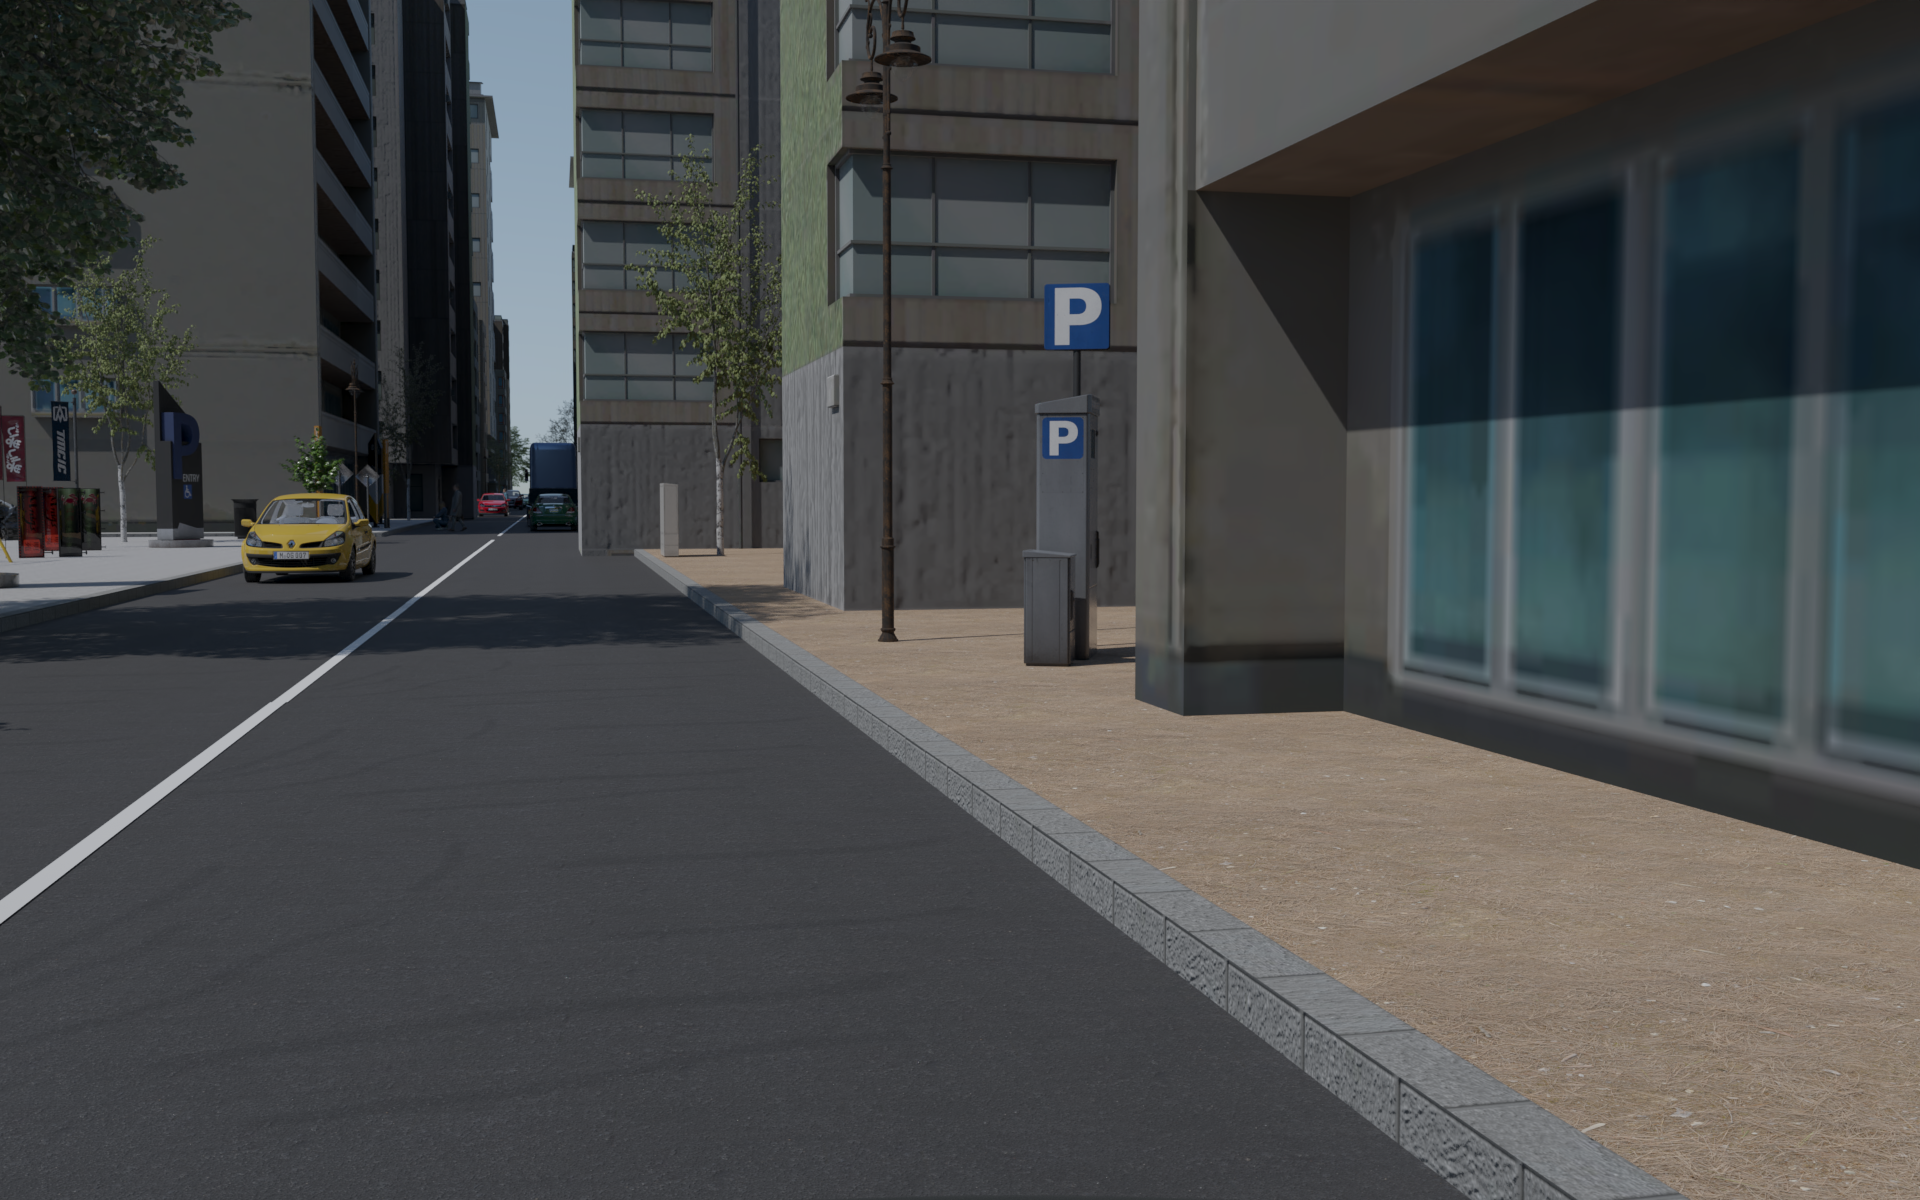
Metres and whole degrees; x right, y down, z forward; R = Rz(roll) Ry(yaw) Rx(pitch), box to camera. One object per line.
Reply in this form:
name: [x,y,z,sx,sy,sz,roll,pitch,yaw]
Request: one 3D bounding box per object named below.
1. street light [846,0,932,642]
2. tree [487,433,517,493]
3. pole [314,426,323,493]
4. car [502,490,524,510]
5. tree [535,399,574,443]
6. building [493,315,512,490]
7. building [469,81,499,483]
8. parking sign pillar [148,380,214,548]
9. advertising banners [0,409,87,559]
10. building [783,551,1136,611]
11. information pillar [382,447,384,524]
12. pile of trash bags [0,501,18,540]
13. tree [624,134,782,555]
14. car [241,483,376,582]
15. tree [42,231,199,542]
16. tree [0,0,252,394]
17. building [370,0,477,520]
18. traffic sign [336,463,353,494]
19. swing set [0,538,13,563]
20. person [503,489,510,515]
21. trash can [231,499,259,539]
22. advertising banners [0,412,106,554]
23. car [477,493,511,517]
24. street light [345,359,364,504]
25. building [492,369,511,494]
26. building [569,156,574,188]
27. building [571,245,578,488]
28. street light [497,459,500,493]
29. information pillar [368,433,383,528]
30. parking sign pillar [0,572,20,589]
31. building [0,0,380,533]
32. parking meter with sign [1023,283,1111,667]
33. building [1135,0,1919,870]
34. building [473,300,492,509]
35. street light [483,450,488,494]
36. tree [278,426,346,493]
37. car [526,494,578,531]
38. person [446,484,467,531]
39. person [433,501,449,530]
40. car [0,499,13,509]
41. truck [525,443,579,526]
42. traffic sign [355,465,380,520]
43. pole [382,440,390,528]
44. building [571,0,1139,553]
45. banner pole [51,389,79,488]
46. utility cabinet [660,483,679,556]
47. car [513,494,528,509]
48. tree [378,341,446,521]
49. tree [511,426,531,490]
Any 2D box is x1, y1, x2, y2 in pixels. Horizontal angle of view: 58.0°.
street light: [-0.626,-2.575,14.895,0.468,5.910,1.993,-1,4,-13]
tree: [-55.290,-15.740,207.717,4.360,8.622,3.978,0,3,0]
pole: [-19.194,-3.549,51.866,0.158,3.312,0.155,0,3,0]
car: [-40.442,-9.013,156.032,2.281,1.827,5.304,-1,4,-13]
tree: [-48.175,-18.778,217.393,12.009,13.543,11.850,0,3,0]
building: [-78.452,-30.699,273.635,14.160,30.474,14.107,-1,4,-13]
building: [-74.176,-38.763,223.007,28.713,52.752,27.495,-1,4,-13]
parking sign pillar: [-18.801,-3.255,41.696,1.447,3.967,1.447,0,4,8]
advertising banners: [-18.617,-2.356,34.705,0.090,3.025,2.074,3,5,40]
building: [4.002,-20.941,25.982,14.154,41.232,14.086,-1,4,-13]
information pillar: [-24.520,-5.014,73.333,0.183,3.616,0.504,-3,4,-36]
pile of trash bags: [-27.578,-2.315,47.609,3.447,1.369,1.912,-3,5,-42]
tree: [-4.829,-5.259,36.351,4.737,8.622,4.395,0,3,0]
car: [-11.020,-1.175,29.431,2.015,1.641,3.980,-1,4,-11]
tree: [-22.208,-5.834,45.751,4.737,8.622,4.395,0,3,0]
tree: [-11.018,-6.704,16.271,9.857,13.997,8.962,0,3,0]
building: [-33.620,-19.623,92.542,14.160,30.474,14.107,-1,4,-13]
traffic sign: [-18.440,-2.927,51.495,0.795,2.450,0.064,-1,4,-13]
swing set: [-19.021,-2.036,30.911,2.862,2.851,3.119,0,4,-6]
person: [-29.945,-6.458,114.434,0.444,1.785,0.601,0,4,6]
trash can: [-20.452,-2.319,49.565,0.748,1.137,0.748,0,3,0]
advertising banners: [-20.358,-2.610,38.857,2.074,3.025,0.090,-2,4,-29]
car: [-29.844,-6.223,110.781,2.155,1.783,4.494,-1,4,-14]
street light: [-20.735,-5.302,59.470,0.468,5.910,1.993,-1,4,-13]
building: [-79.912,-24.862,251.525,27.650,21.520,28.899,-1,4,-13]
building: [-44.791,-41.353,265.356,28.713,52.752,27.495,-1,4,-13]
building: [-38.231,-26.385,203.090,14.160,30.474,14.107,-1,4,-13]
street light: [-57.271,-14.828,215.219,0.468,5.910,1.993,-1,4,-13]
information pillar: [-22.435,-4.579,66.218,0.504,3.616,0.183,3,4,39]
parking sign pillar: [-13.690,-2.148,23.584,1.447,3.967,1.447,-2,4,-32]
building: [-34.516,-27.008,65.278,21.300,48.544,21.600,-1,4,-13]
parking meter with sign: [0.823,-1.061,13.617,0.543,3.016,1.738,1,4,10]
building: [13.857,-23.111,1.569,21.300,48.544,21.600,-1,4,-13]
building: [-59.453,-19.471,163.390,27.650,21.520,28.899,-1,4,-13]
street light: [-47.156,-12.192,172.124,0.468,5.910,1.993,-1,4,-13]
tree: [-18.322,-3.360,49.538,1.663,3.219,1.824,0,3,0]
car: [-15.997,-3.452,68.233,2.131,1.459,4.920,-1,4,-13]
person: [-19.478,-3.571,66.981,0.767,1.812,0.694,-1,4,-10]
person: [-20.795,-3.370,69.093,0.738,1.151,1.012,0,4,-2]
car: [-29.975,-2.623,53.111,3.980,1.641,2.015,-1,4,-11]
truck: [-19.925,-5.822,84.955,2.967,4.110,18.799,-1,4,-13]
traffic sign: [-20.263,-3.402,59.270,0.795,2.450,0.064,-1,4,-13]
pole: [-21.468,-4.340,64.795,0.158,3.312,0.155,0,3,0]
building: [-3.436,-22.220,46.884,14.154,41.232,14.086,-1,4,-13]
banner pole: [-21.256,-3.135,41.267,0.401,3.779,0.863,2,4,25]
utility cabinet: [-5.967,-1.647,35.610,0.318,1.500,1.173,-1,4,-13]
car: [-42.693,-9.803,169.075,1.959,1.807,4.718,-1,4,-15]
tree: [-26.760,-8.125,83.211,4.360,8.622,3.978,0,3,0]
tree: [-74.415,-22.582,287.343,7.486,12.596,7.792,0,3,0]
